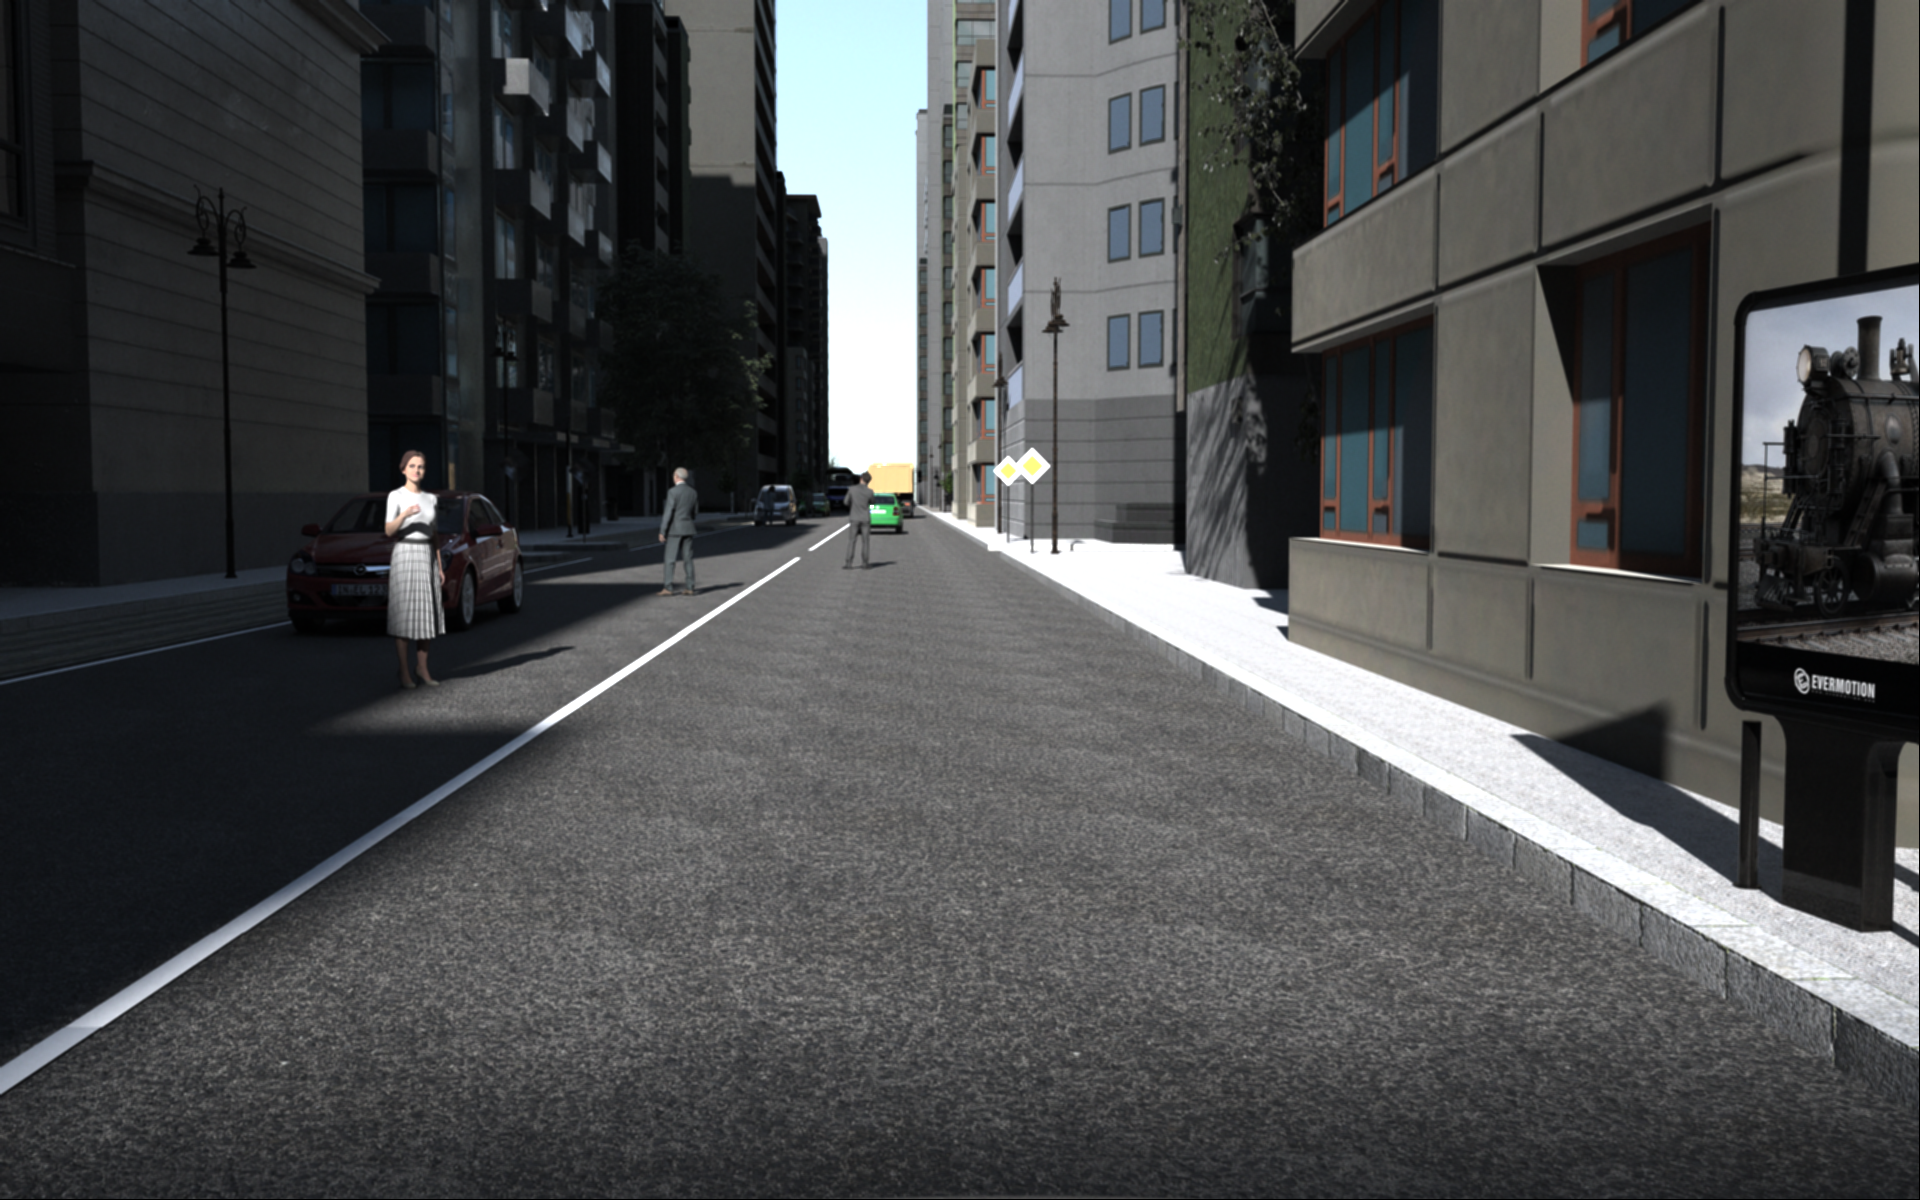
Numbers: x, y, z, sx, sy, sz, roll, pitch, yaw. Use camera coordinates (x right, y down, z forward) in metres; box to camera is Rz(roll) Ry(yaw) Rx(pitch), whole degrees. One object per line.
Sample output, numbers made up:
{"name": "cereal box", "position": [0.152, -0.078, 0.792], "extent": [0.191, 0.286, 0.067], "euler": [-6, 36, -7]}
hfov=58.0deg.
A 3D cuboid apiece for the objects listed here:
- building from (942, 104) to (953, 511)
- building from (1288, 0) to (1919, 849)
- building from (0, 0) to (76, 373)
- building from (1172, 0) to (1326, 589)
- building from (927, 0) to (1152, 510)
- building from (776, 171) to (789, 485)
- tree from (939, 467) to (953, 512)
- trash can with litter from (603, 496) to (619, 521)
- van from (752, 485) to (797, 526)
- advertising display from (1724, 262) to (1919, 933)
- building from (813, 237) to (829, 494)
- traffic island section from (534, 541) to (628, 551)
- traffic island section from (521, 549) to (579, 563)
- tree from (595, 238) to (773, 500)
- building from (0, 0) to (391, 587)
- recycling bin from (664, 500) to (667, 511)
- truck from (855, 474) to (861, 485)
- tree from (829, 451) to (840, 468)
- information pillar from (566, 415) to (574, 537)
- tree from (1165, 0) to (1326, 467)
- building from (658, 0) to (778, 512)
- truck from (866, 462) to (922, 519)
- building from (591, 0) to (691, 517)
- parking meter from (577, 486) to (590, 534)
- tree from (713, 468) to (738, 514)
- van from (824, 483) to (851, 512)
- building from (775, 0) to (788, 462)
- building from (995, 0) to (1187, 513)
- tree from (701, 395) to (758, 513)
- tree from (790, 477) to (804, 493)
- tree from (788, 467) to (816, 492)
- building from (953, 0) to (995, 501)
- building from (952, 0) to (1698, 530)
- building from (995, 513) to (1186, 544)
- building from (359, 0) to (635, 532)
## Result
{"name": "building", "position": [5.571, -22.037, 132.002], "extent": [14.160, 30.474, 14.107], "euler": [0, 4, -2]}
{"name": "building", "position": [17.216, -9.513, 0.570], "extent": [27.650, 21.520, 28.899], "euler": [0, 4, -2]}
{"name": "building", "position": [-17.757, -13.230, 9.818], "extent": [14.314, 27.812, 24.014], "euler": [0, 4, -2]}
{"name": "building", "position": [10.599, -15.769, 29.520], "extent": [14.160, 30.474, 14.107], "euler": [0, 4, -2]}
{"name": "building", "position": [7.065, -39.097, 181.240], "extent": [21.231, 58.520, 28.212], "euler": [0, 4, -2]}
{"name": "building", "position": [-22.234, -23.030, 148.235], "extent": [14.160, 30.474, 14.107], "euler": [0, 4, -2]}
{"name": "tree", "position": [-0.598, -7.913, 123.975], "extent": [1.663, 3.219, 1.824], "euler": [0, 3, 0]}
{"name": "trash can with litter", "position": [-16.707, -4.381, 83.013], "extent": [0.624, 1.170, 1.055], "euler": [0, 4, 2]}
{"name": "van", "position": [-8.375, -4.379, 78.608], "extent": [2.013, 2.044, 4.112], "euler": [0, 4, -1]}
{"name": "advertising display", "position": [2.650, 0.002, 5.186], "extent": [0.123, 1.923, 0.974], "euler": [-1, 4, -11]}
{"name": "building", "position": [-27.595, -35.742, 267.982], "extent": [14.154, 41.232, 14.086], "euler": [0, 4, -2]}
{"name": "traffic island section", "position": [-9.799, -1.396, 45.101], "extent": [2.009, 0.180, 2.903], "euler": [0, 4, -2]}
{"name": "traffic island section", "position": [-9.502, -0.908, 37.122], "extent": [2.009, 0.180, 2.903], "euler": [0, 4, -2]}
{"name": "tree", "position": [-14.358, -11.010, 86.664], "extent": [9.857, 13.997, 8.962], "euler": [0, 3, 0]}
{"name": "building", "position": [-23.203, -14.784, 29.102], "extent": [23.554, 28.519, 14.401], "euler": [0, 4, -2]}
{"name": "recycling bin", "position": [-13.158, -4.109, 79.744], "extent": [0.722, 1.027, 0.722], "euler": [2, 4, 29]}
{"name": "truck", "position": [-11.067, -10.766, 171.941], "extent": [3.469, 3.379, 9.791], "euler": [0, 4, -2]}
{"name": "tree", "position": [-20.809, -20.144, 279.718], "extent": [4.360, 8.622, 3.978], "euler": [0, 3, 0]}
{"name": "information pillar", "position": [-11.561, -3.660, 51.193], "extent": [0.183, 3.616, 0.504], "euler": [0, 4, -7]}
{"name": "tree", "position": [3.981, -4.103, 17.442], "extent": [4.360, 8.622, 3.978], "euler": [0, 3, 0]}
{"name": "building", "position": [-25.180, -30.950, 129.742], "extent": [21.300, 48.544, 21.600], "euler": [0, 4, -2]}
{"name": "truck", "position": [-4.071, -6.629, 104.307], "extent": [3.469, 3.379, 9.791], "euler": [0, 4, -1]}
{"name": "building", "position": [-23.270, -20.062, 99.715], "extent": [14.160, 30.474, 14.107], "euler": [0, 4, -2]}
{"name": "parking meter", "position": [-12.144, -2.903, 55.871], "extent": [0.372, 1.533, 0.369], "euler": [0, 3, 0]}
{"name": "tree", "position": [-15.299, -7.236, 112.908], "extent": [1.663, 3.219, 1.824], "euler": [0, 3, 0]}
{"name": "van", "position": [-9.794, -8.303, 140.132], "extent": [2.240, 2.365, 5.245], "euler": [0, 4, -1]}
{"name": "building", "position": [-27.929, -52.391, 169.258], "extent": [22.319, 86.520, 31.000], "euler": [0, 4, -2]}
{"name": "building", "position": [8.728, -37.333, 152.397], "extent": [21.231, 58.520, 28.212], "euler": [0, 4, -2]}
{"name": "tree", "position": [-15.381, -10.158, 116.447], "extent": [4.737, 8.622, 4.395], "euler": [0, 3, 0]}
{"name": "tree", "position": [-17.979, -12.020, 191.123], "extent": [1.663, 3.219, 1.824], "euler": [0, 3, 0]}
{"name": "tree", "position": [-17.831, -12.900, 194.625], "extent": [4.285, 4.588, 4.351], "euler": [0, 3, 0]}
{"name": "building", "position": [6.496, -26.283, 113.316], "extent": [14.154, 41.232, 14.086], "euler": [0, 4, -2]}
{"name": "building", "position": [13.902, -14.433, 81.023], "extent": [27.650, 21.520, 28.899], "euler": [0, 4, -2]}
{"name": "building", "position": [15.655, -31.222, 52.487], "extent": [28.212, 58.520, 21.231], "euler": [0, 4, -2]}
{"name": "building", "position": [-25.130, -27.063, 62.092], "extent": [23.786, 49.044, 30.456], "euler": [0, 4, -2]}
